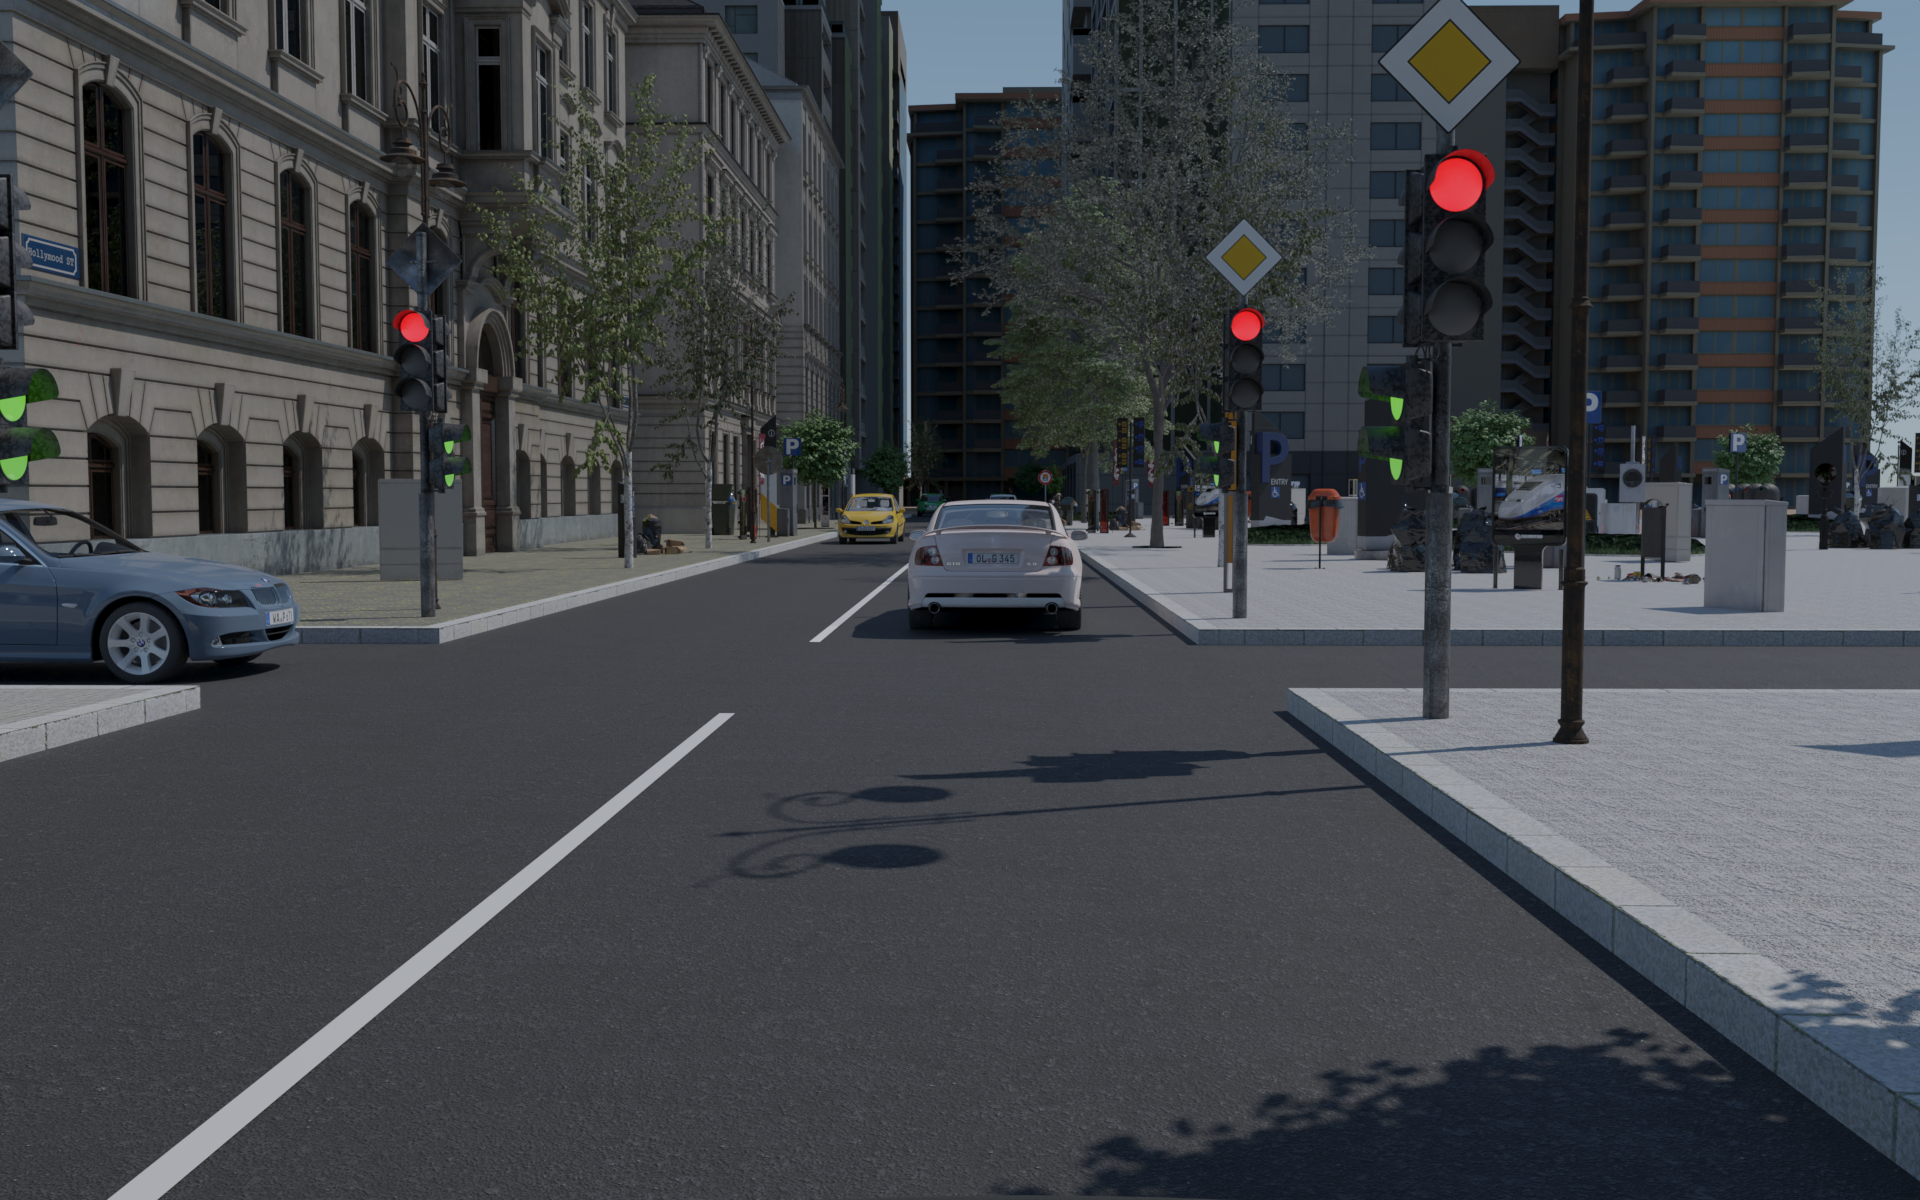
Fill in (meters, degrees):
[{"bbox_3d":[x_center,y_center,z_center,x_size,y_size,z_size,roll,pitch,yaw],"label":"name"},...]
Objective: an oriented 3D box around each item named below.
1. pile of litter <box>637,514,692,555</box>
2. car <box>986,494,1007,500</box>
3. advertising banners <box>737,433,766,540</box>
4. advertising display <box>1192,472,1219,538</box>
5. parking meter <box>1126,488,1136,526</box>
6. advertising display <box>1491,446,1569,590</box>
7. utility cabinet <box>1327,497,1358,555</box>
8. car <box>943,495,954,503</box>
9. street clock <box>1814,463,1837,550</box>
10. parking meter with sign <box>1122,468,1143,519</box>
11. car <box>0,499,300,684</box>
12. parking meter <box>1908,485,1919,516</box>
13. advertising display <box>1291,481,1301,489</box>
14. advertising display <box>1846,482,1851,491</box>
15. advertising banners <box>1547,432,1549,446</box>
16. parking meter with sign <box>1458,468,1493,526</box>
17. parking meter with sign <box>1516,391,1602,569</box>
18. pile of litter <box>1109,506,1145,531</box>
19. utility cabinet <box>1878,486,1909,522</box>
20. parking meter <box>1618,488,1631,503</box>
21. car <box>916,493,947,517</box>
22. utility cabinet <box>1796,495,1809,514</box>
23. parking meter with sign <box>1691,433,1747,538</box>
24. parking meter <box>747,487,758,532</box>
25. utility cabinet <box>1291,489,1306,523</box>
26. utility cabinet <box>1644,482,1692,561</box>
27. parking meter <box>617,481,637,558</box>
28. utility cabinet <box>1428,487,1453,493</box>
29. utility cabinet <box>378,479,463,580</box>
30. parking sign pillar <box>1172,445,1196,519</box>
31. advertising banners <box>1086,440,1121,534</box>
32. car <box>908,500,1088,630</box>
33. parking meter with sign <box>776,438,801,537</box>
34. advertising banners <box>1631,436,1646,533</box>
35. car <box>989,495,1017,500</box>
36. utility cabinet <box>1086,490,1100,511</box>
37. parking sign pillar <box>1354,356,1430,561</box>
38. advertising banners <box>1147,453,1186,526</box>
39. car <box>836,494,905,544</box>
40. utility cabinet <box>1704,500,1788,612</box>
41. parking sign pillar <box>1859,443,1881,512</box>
[{"bbox_3d":[-6.385,-1.421,37.198,1.176,0.858,1.719,3,5,40],"label":"pile of litter"},{"bbox_3d":[2.940,-7.516,131.675,1.959,1.807,4.718,0,4,0],"label":"car"},{"bbox_3d":[-5.892,-3.243,49.214,0.090,3.025,2.074,1,4,15],"label":"advertising banners"},{"bbox_3d":[7.342,-2.804,51.062,0.974,1.923,0.123,-1,4,-8],"label":"advertising display"},{"bbox_3d":[6.889,-3.753,69.771,0.372,1.533,0.369,0,3,0],"label":"parking meter"},{"bbox_3d":[7.661,-1.106,23.301,0.974,1.923,0.123,2,4,27],"label":"advertising display"},{"bbox_3d":[8.303,-1.558,36.632,1.020,1.237,0.306,2,4,25],"label":"utility cabinet"},{"bbox_3d":[-1.463,-7.700,138.483,1.945,1.354,3.894,0,4,2],"label":"car"},{"bbox_3d":[19.930,-2.162,39.921,0.471,2.002,0.358,2,4,25],"label":"street clock"},{"bbox_3d":[8.848,-5.691,89.308,0.543,3.016,1.738,-2,4,-29],"label":"parking meter with sign"},{"bbox_3d":[-7.660,-0.117,13.917,4.499,1.417,2.014,0,4,2],"label":"car"},{"bbox_3d":[25.409,-2.301,46.029,0.372,1.533,0.369,0,3,0],"label":"parking meter"},{"bbox_3d":[15.995,-4.801,83.707,0.974,1.923,0.123,-1,4,-17],"label":"advertising display"},{"bbox_3d":[45.776,-5.192,90.110,0.974,1.923,0.123,1,4,14],"label":"advertising display"},{"bbox_3d":[16.790,-3.268,49.622,0.090,3.025,2.074,1,4,17],"label":"advertising banners"},{"bbox_3d":[15.743,-3.378,51.494,1.738,3.016,0.543,2,4,26],"label":"parking meter with sign"},{"bbox_3d":[10.321,-2.070,30.107,0.543,3.016,1.738,-1,4,-18],"label":"parking meter with sign"},{"bbox_3d":[5.953,-2.895,61.292,1.719,0.858,1.176,-3,4,-36],"label":"pile of litter"},{"bbox_3d":[27.360,-2.570,50.691,0.318,1.500,1.173,-1,4,-9],"label":"utility cabinet"},{"bbox_3d":[27.101,-3.818,70.831,0.372,1.533,0.369,0,3,0],"label":"parking meter"},{"bbox_3d":[-1.829,-6.269,111.294,1.959,1.807,4.718,0,4,1],"label":"car"},{"bbox_3d":[40.452,-4.375,82.700,0.306,1.237,1.020,-2,4,-29],"label":"utility cabinet"},{"bbox_3d":[21.931,-3.302,50.250,0.543,3.016,1.738,-1,4,-17],"label":"parking meter with sign"},{"bbox_3d":[-7.041,-3.075,58.683,0.372,1.533,0.369,0,3,0],"label":"parking meter"},{"bbox_3d":[13.756,-3.820,71.131,0.318,1.500,1.173,3,5,40],"label":"utility cabinet"},{"bbox_3d":[13.479,-1.487,32.984,0.318,1.500,1.173,0,4,-8],"label":"utility cabinet"},{"bbox_3d":[-6.698,-1.617,34.848,0.372,1.533,0.369,0,3,0],"label":"parking meter"},{"bbox_3d":[13.571,-2.521,49.894,1.173,1.500,0.318,3,4,38],"label":"utility cabinet"},{"bbox_3d":[-8.004,-1.041,25.707,1.173,1.500,0.318,-1,4,-20],"label":"utility cabinet"},{"bbox_3d":[11.879,-6.268,90.949,1.447,3.967,1.447,-2,4,-25],"label":"parking sign pillar"},{"bbox_3d":[4.700,-3.689,56.509,0.090,3.025,2.074,-2,4,-28],"label":"advertising banners"},{"bbox_3d":[0.429,-0.449,19.704,2.083,1.381,4.827,0,4,2],"label":"car"},{"bbox_3d":[-5.256,-3.463,52.876,0.543,3.016,1.738,0,4,5],"label":"parking meter with sign"},{"bbox_3d":[20.257,-3.398,51.745,0.090,3.025,2.074,2,4,32],"label":"advertising banners"},{"bbox_3d":[2.126,-4.497,85.520,2.014,1.417,4.499,0,4,2],"label":"car"},{"bbox_3d":[6.646,-4.710,85.689,1.173,1.500,0.318,0,4,-4],"label":"utility cabinet"},{"bbox_3d":[8.494,-2.781,33.940,1.447,3.967,1.447,-1,4,-11],"label":"parking sign pillar"},{"bbox_3d":[8.294,-4.512,69.952,0.090,3.025,2.074,-3,5,-44],"label":"advertising banners"},{"bbox_3d":[-2.579,-2.489,50.923,2.015,1.641,3.980,0,4,2],"label":"car"},{"bbox_3d":[8.730,-0.495,19.263,0.306,1.237,1.020,-1,4,-13],"label":"utility cabinet"},{"bbox_3d":[45.096,-5.976,86.178,1.447,3.967,1.447,-1,4,-14],"label":"parking sign pillar"}]
